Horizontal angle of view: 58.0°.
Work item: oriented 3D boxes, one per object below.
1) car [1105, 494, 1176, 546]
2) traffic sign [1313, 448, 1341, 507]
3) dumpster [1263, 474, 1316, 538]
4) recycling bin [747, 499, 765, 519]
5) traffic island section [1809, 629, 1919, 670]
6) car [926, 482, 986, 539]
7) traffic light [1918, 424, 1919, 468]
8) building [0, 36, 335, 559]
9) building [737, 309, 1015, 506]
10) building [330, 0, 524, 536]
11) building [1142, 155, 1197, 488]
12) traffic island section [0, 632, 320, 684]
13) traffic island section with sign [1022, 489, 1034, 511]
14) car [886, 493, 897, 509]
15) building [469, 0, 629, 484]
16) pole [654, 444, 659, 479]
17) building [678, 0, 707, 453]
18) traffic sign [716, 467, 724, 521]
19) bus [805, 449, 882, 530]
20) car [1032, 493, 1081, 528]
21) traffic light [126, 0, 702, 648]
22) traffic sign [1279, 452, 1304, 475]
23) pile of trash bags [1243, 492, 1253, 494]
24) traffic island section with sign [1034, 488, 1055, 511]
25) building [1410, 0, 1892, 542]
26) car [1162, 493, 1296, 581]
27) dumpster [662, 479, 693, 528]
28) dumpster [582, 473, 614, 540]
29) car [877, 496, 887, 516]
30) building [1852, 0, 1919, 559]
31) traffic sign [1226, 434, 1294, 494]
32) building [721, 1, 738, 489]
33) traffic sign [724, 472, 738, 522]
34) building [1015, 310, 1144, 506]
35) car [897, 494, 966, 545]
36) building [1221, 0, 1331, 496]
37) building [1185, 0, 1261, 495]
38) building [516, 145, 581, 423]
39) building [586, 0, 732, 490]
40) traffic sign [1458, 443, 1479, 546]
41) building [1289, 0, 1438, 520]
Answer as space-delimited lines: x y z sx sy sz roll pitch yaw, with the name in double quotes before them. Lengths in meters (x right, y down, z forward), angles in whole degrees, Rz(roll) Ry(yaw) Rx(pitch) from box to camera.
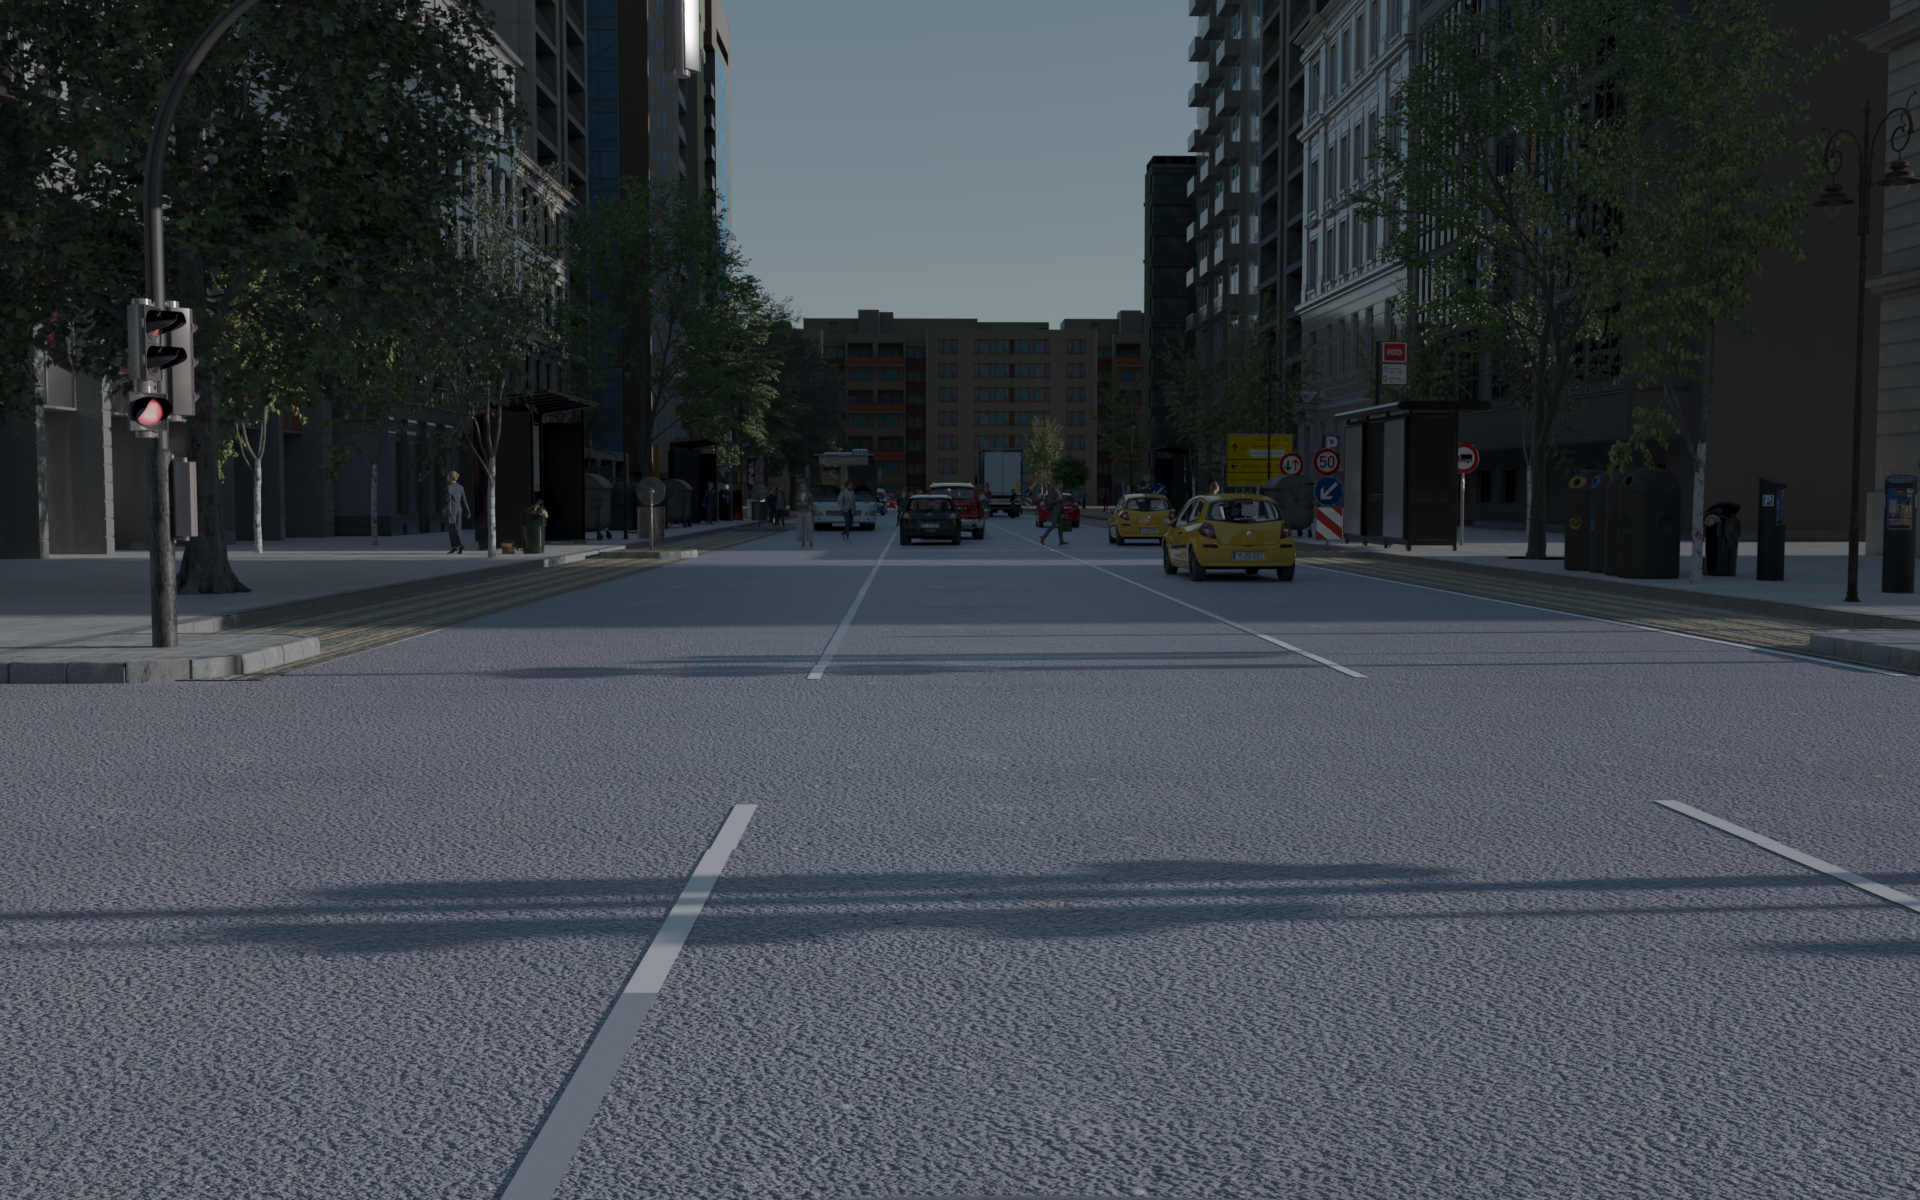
"car" 5.175 -2.387 49.247 2.015 1.641 3.980 0 4 0
"traffic sign" 10.155 -2.929 47.995 0.768 2.556 0.104 0 4 5
"dumpster" 9.763 -2.787 51.330 1.264 1.857 1.865 0 4 -1
"recycling bin" -10.419 -4.639 88.406 0.722 1.027 0.722 1 4 15
"traffic island section" 8.745 0.450 14.918 2.009 0.180 2.903 0 4 -1
"car" -0.279 -2.910 56.259 2.281 1.827 5.304 0 4 -1
"traffic light" 8.704 -1.583 14.803 0.839 4.253 0.868 0 4 -1
"building" -23.694 -15.811 36.000 11.434 29.767 29.804 0 4 -1
"building" -9.314 -21.421 195.266 28.899 21.520 27.650 0 4 -1
"building" -22.150 -12.939 60.709 9.793 20.994 18.267 0 4 -1
"building" 22.722 -23.182 150.728 14.160 30.474 14.107 0 4 -1
"traffic island section" -6.692 0.473 14.541 2.009 0.180 2.903 0 4 -1
"traffic island section with sign" 5.535 -8.281 144.026 1.989 1.847 2.006 0 4 -1
"car" -6.951 -9.528 164.823 2.155 1.783 4.494 0 4 -1
"building" -30.124 -40.350 97.981 20.563 71.187 20.611 0 4 -1
"pole" -12.372 -4.703 70.730 0.158 3.312 0.155 0 3 0
"building" -27.021 -27.363 130.972 14.154 41.232 14.086 0 4 -1
"traffic sign" -11.499 -5.009 81.905 0.884 2.594 0.081 0 4 7
"bus" -4.762 -4.702 71.737 2.948 3.499 13.247 0 4 -3
"car" 4.236 -4.069 75.566 2.155 1.783 4.494 0 3 0
"traffic light" -4.563 -2.436 14.494 4.771 5.953 1.251 0 4 -1
"traffic sign" 10.158 -3.244 53.140 0.768 2.556 0.104 0 4 0
"pile of trash bags" 10.744 -3.592 68.479 1.912 1.369 3.447 -1 4 -18
"traffic island section with sign" 6.223 -6.606 116.641 1.989 1.847 2.006 0 4 -1
"building" 25.163 -16.162 57.762 14.314 27.812 24.014 0 4 -1
"car" 4.574 -1.203 29.891 2.015 1.641 3.980 0 4 -3
"dumpster" -10.956 -3.701 66.273 1.264 1.857 1.865 0 4 -1
"dumpster" -10.469 -2.611 48.456 1.264 1.857 1.865 0 4 -1
"car" -5.902 -6.357 116.522 1.945 1.354 3.894 0 4 -1
"building" 30.328 -14.797 29.314 23.554 28.519 14.401 0 4 -1
"traffic sign" 10.106 -3.948 58.431 2.265 3.308 0.079 0 3 0
"building" -39.190 -53.657 189.964 31.000 86.520 22.319 0 4 -1
"traffic sign" -10.453 -4.705 79.058 0.606 2.300 0.079 0 4 0
"building" 19.577 -21.462 195.951 28.899 21.520 27.650 0 4 -1
"car" -0.825 -2.447 49.797 2.009 1.686 4.222 0 4 0
"building" 27.497 -40.516 100.692 20.563 71.187 20.611 0 4 -1
"building" 29.068 -31.085 127.841 23.786 49.044 30.456 0 4 -1
"building" -24.488 -13.139 79.455 10.561 19.102 19.286 0 4 -1
"building" -27.539 -30.546 149.542 14.200 45.320 14.600 0 4 -1
"traffic sign" 12.484 -2.626 43.040 0.768 2.556 0.104 0 4 -1
"building" 24.031 -17.971 79.737 13.634 28.700 20.117 0 4 -1
